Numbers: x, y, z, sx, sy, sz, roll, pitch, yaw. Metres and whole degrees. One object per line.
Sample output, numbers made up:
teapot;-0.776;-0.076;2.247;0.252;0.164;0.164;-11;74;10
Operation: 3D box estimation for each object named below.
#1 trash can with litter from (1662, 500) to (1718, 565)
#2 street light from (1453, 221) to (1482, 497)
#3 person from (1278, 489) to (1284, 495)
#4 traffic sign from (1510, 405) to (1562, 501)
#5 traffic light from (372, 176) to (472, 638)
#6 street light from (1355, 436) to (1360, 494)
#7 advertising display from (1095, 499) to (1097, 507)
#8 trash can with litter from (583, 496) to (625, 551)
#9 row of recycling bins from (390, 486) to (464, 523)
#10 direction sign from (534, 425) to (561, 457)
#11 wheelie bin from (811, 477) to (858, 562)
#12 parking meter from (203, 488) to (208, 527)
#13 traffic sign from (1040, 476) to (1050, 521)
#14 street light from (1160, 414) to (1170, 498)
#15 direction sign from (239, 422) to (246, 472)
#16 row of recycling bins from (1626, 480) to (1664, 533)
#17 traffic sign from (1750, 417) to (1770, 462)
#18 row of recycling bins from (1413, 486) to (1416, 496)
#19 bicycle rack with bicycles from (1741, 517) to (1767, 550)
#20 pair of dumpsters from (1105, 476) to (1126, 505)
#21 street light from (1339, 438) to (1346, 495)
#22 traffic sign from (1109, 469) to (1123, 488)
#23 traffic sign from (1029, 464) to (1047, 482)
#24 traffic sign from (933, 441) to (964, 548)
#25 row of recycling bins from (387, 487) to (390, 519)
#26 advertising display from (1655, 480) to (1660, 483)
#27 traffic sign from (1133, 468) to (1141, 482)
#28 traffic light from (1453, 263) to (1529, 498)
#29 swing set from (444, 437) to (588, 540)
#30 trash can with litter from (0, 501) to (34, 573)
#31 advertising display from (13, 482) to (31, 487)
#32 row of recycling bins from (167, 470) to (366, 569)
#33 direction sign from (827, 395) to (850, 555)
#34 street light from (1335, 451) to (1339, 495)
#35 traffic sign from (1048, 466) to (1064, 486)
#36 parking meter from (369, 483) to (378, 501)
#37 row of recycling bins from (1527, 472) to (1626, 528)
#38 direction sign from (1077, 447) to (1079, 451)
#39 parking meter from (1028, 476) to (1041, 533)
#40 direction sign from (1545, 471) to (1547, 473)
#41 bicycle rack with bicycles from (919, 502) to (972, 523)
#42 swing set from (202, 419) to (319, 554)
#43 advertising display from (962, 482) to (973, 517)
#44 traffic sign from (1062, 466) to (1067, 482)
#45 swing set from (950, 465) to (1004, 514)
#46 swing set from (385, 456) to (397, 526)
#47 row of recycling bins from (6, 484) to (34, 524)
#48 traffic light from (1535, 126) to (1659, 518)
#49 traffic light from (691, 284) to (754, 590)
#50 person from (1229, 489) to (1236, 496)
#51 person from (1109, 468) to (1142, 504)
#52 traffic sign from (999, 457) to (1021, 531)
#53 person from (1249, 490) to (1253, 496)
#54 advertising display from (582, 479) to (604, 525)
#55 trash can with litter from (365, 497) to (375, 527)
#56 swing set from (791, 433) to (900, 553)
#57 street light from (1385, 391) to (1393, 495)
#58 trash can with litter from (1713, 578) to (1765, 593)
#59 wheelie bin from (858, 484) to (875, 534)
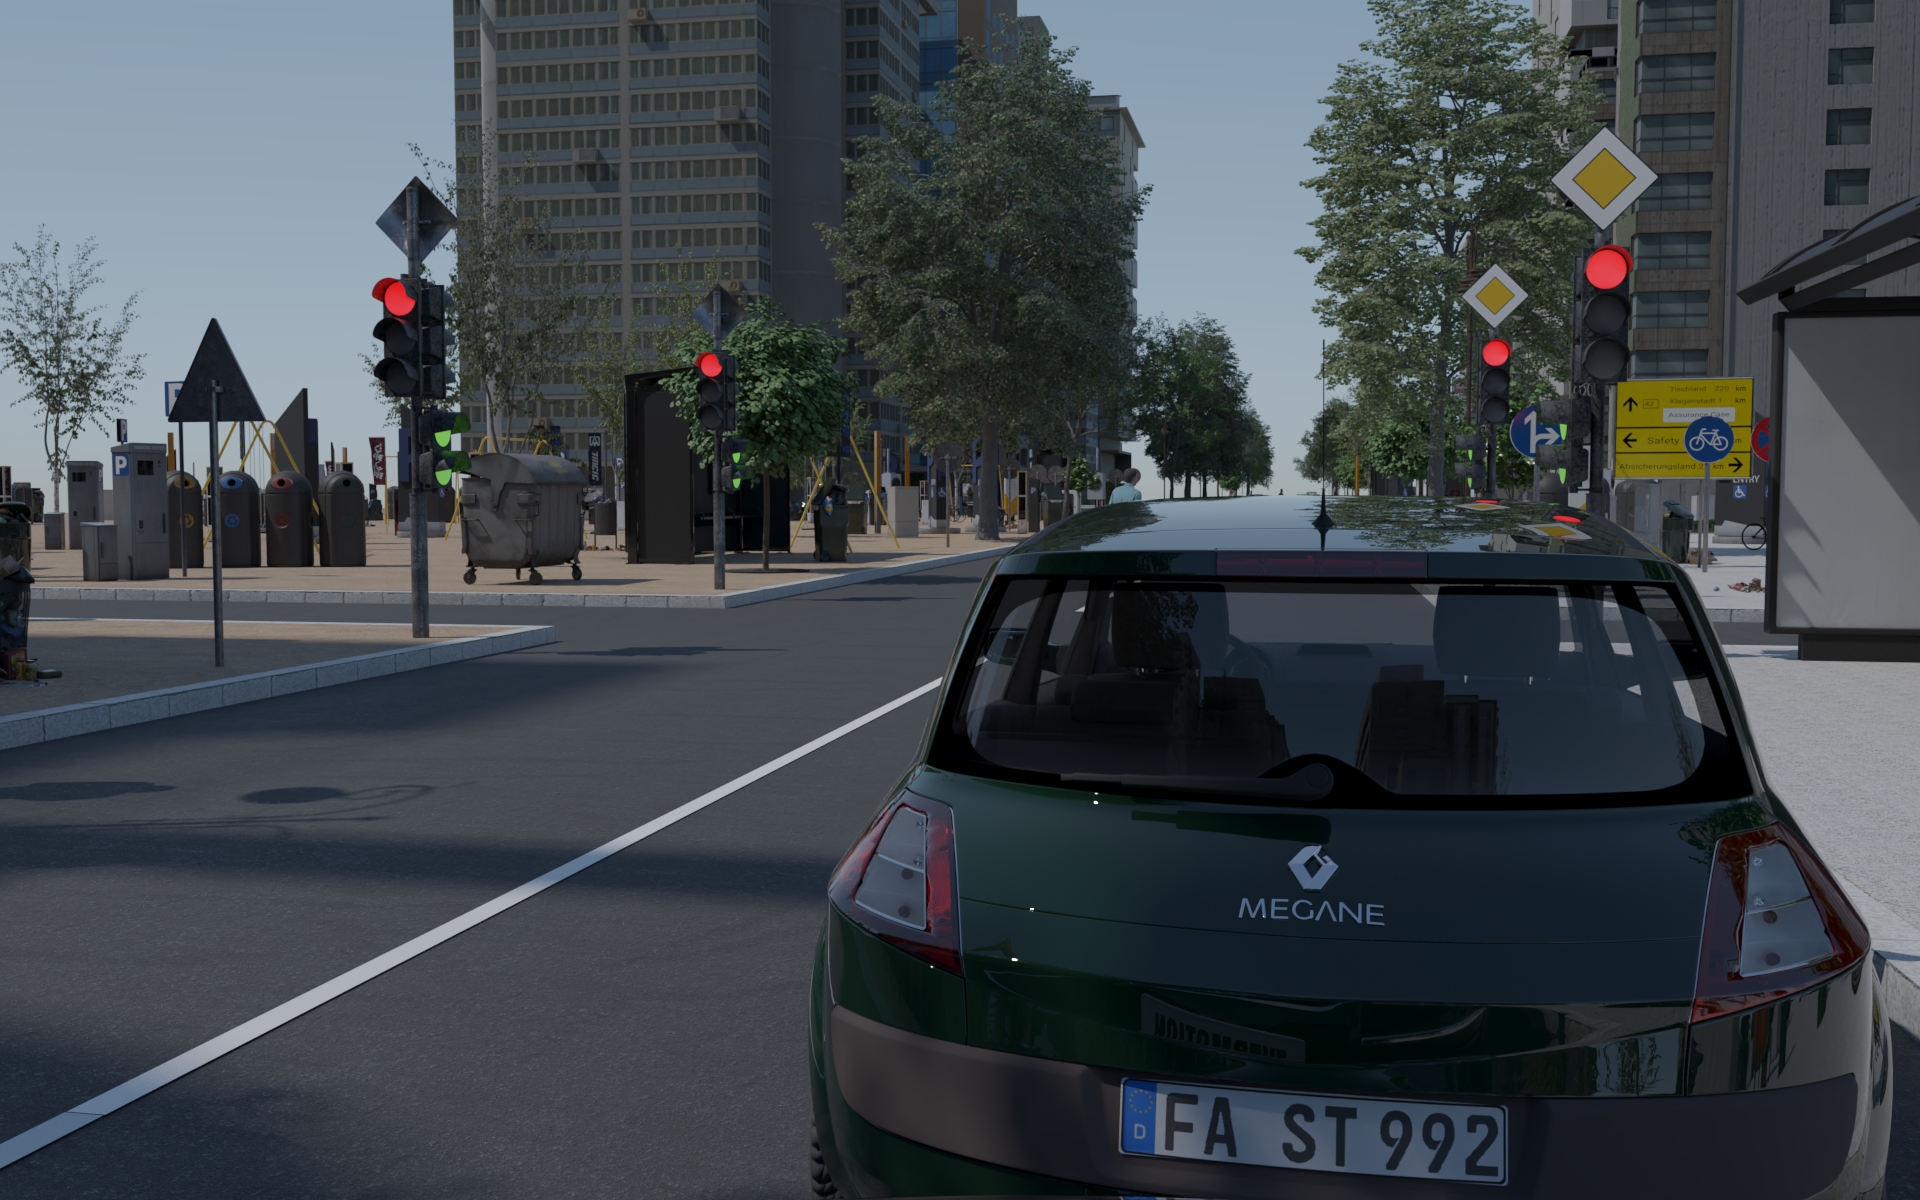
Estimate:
trash can with litter;13.386;-1.247;31.778;0.624;1.170;1.055;-2;4;-35
street light;8.711;-3.477;29.634;0.468;5.910;1.993;1;4;11
person;23.356;-7.172;125.743;0.705;1.826;1.348;-2;4;-26
traffic sign;8.260;-1.511;24.817;0.768;2.556;0.104;1;4;16
traffic light;-4.800;-1.616;15.350;0.839;4.253;0.868;1;4;11
street light;23.723;-8.015;103.826;0.468;5.910;1.993;1;4;11
advertising display;6.893;-4.919;85.637;0.123;1.923;0.974;-1;4;-15
trash can with litter;-7.689;-1.721;39.199;2.233;1.210;1.678;1;4;9
row of recycling bins;-23.290;-4.272;76.967;3.534;1.692;1.069;-2;4;-25
direction sign;-13.614;-3.990;57.238;0.876;3.537;0.379;-2;4;-32
wheelie bin;-2.452;-1.535;33.006;0.693;1.594;0.980;-1;4;-16
parking meter;-29.733;-3.679;68.559;0.372;1.533;0.369;0;3;0
traffic sign;3.838;-5.039;82.389;0.884;2.594;0.081;1;4;20
street light;11.664;-7.702;98.707;0.468;5.910;1.993;1;4;11
direction sign;-15.858;-2.833;38.313;0.379;3.537;0.876;-2;4;-28
row of recycling bins;18.323;-2.435;46.923;1.069;1.692;3.534;1;4;14
traffic sign;13.254;-1.719;28.212;0.768;2.556;0.104;1;4;12
row of recycling bins;23.985;-5.162;91.511;1.069;1.692;3.534;2;4;31
bicycle rack with bicycles;19.562;-1.562;38.921;2.852;0.926;2.925;-2;4;-27
pair of dumpsters;8.297;-5.515;92.666;1.574;2.255;4.437;1;4;12
street light;30.314;-10.003;136.339;0.468;5.910;1.993;1;4;11
traffic sign;7.940;-5.395;88.320;0.768;2.556;0.104;1;4;16
traffic sign;3.308;-4.510;73.852;0.768;2.556;0.104;1;4;15
traffic sign;-0.288;-2.532;41.505;0.768;2.556;0.104;1;4;15
row of recycling bins;-27.834;-4.891;87.076;1.069;1.692;3.534;-3;5;-44
advertising display;25.390;-3.606;64.164;0.974;1.923;0.123;3;5;40
traffic sign;8.439;-5.158;84.434;0.768;2.556;0.104;1;4;18
traffic light;6.503;-1.976;21.233;0.839;4.253;0.868;1;4;11
swing set;-12.521;-3.120;48.635;2.862;2.851;3.119;1;4;18
trash can with litter;-14.722;-0.946;26.855;0.624;1.170;1.055;-2;4;-27
advertising display;-50.707;-5.411;93.676;0.974;1.923;0.123;0;4;7
row of recycling bins;-12.289;-1.426;30.434;3.534;1.692;1.069;-1;4;-12
direction sign;-2.549;-2.719;36.452;0.379;3.537;0.876;2;4;28
street light;37.018;-12.008;169.117;0.468;5.910;1.993;1;4;11
traffic sign;4.272;-4.724;77.337;0.768;2.556;0.104;1;4;17
parking meter;-31.384;-5.318;92.658;0.399;1.863;0.255;-1;4;-9
row of recycling bins;12.081;-1.658;34.225;1.069;1.692;3.534;2;4;35
direction sign;5.702;-5.631;84.063;0.379;3.537;0.876;1;4;8
parking meter;2.479;-3.169;57.519;0.399;1.863;0.255;1;4;17
direction sign;15.714;-3.331;46.467;0.876;3.537;0.379;-2;4;-26
bicycle rack with bicycles;-0.850;-3.978;78.428;2.925;0.926;2.852;-2;4;-25
swing set;-14.282;-2.303;35.271;2.862;2.851;3.119;-1;4;-13
advertising display;0.596;-5.499;95.117;0.974;1.923;0.123;1;4;9
traffic sign;4.861;-4.768;78.060;0.768;2.556;0.104;1;4;14
swing set;0.835;-5.858;93.391;3.119;2.851;2.862;1;4;12
swing set;-22.357;-4.522;71.546;3.119;2.851;2.862;-1;4;-20
row of recycling bins;-39.861;-4.008;72.637;1.069;1.692;3.534;-1;4;-11
traffic light;4.918;-1.498;13.406;0.839;4.253;0.868;1;4;11
traffic light;-3.215;-2.095;23.177;0.839;4.253;0.868;1;4;11
person;15.455;-5.461;98.455;0.551;1.740;0.621;3;5;40
person;2.452;-1.080;26.177;0.660;1.820;0.620;3;4;37
traffic sign;1.727;-3.679;60.251;0.768;2.556;0.104;1;4;15
person;30.734;-10.648;182.684;0.705;1.814;1.350;3;5;42
advertising display;-15.476;-4.145;72.981;0.974;1.923;0.123;-3;4;-38
trash can with litter;-23.864;-3.478;67.921;1.678;1.210;2.233;3;5;41
swing set;-3.255;-2.560;39.482;2.862;2.851;3.119;1;4;19
street light;15.260;-5.449;61.883;0.468;5.910;1.993;1;4;11
trash can with litter;10.800;-0.721;22.845;1.678;1.210;2.233;0;4;8
wheelie bin;-3.309;-2.892;55.195;0.980;1.594;0.693;1;4;13
